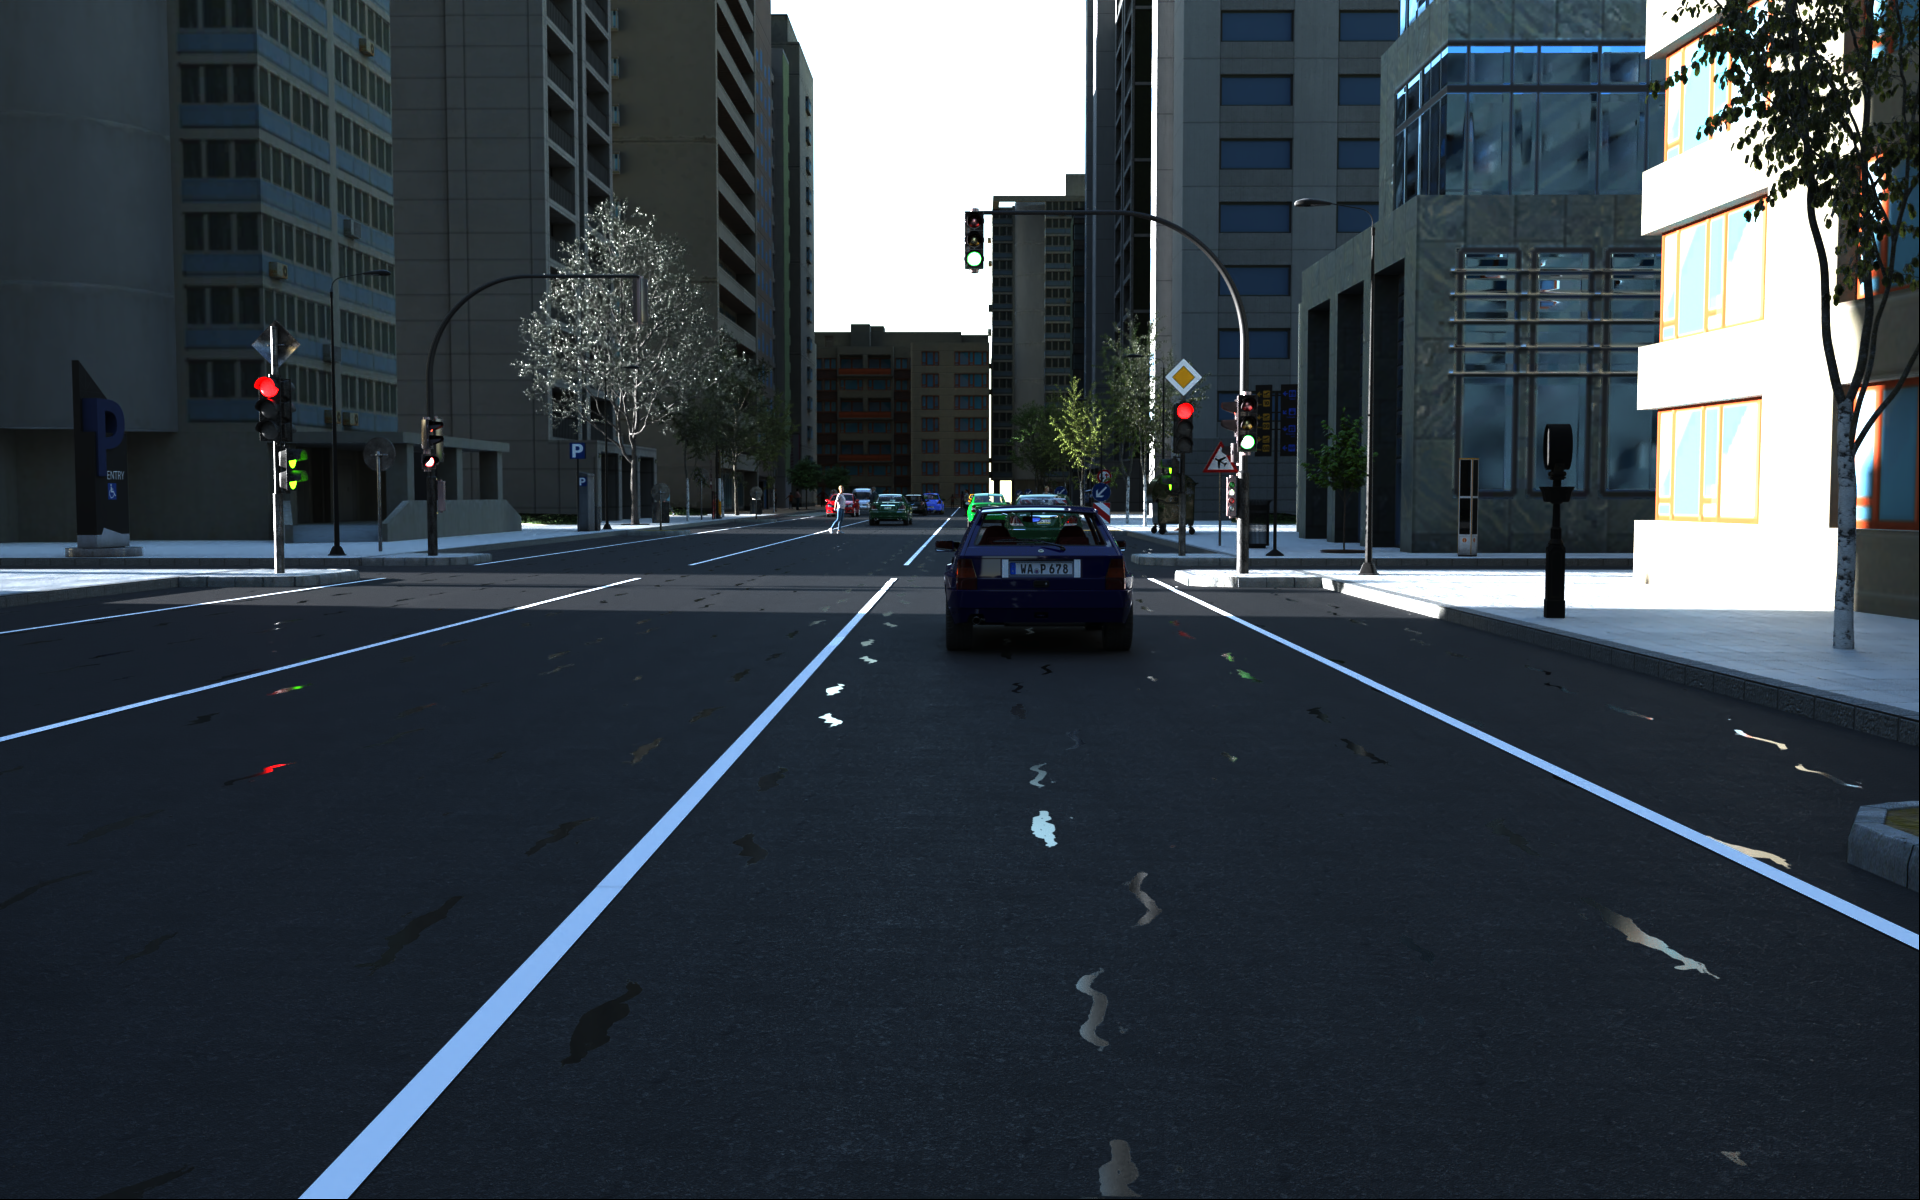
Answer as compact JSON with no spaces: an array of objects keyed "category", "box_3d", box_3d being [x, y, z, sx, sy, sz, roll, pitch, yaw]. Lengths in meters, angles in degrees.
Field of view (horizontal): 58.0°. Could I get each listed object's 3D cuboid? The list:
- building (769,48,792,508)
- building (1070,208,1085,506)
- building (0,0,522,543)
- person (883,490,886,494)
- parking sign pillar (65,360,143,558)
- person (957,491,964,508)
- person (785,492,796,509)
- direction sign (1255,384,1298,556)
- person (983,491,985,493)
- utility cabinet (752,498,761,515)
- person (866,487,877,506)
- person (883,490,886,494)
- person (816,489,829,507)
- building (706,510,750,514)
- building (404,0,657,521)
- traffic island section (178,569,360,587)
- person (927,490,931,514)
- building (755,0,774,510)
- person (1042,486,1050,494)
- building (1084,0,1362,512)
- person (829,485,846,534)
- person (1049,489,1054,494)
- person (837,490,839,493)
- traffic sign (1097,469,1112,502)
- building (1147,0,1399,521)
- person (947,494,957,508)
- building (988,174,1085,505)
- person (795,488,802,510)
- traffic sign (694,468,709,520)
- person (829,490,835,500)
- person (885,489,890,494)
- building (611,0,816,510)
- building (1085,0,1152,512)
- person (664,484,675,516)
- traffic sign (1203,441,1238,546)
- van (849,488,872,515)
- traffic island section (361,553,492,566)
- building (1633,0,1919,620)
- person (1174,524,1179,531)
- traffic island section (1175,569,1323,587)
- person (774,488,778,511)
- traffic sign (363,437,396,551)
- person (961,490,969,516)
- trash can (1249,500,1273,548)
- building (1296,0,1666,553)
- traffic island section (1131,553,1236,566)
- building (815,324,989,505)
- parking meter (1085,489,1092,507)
[{"category":"building","box_3d":[-22.857,-28.789,154.292,14.154,41.232,14.086,0,4,0]},{"category":"building","box_3d":[18.157,-24.782,176.893,14.160,30.474,14.107,0,4,0]},{"category":"building","box_3d":[-31.436,-22.046,52.338,32.217,40.220,23.993,0,4,0]},{"category":"person","box_3d":[-7.195,-9.727,167.553,1.348,1.823,0.705,-3,4,-36]},{"category":"parking sign pillar","box_3d":[-17.633,-2.881,35.572,1.447,3.967,1.447,0,4,2]},{"category":"person","box_3d":[0.223,-10.374,178.794,1.217,1.739,0.721,-1,4,-19]},{"category":"person","box_3d":[-14.637,-8.597,149.857,1.065,1.426,0.557,0,4,-8]},{"category":"direction sign","box_3d":[6.540,-2.684,35.878,0.876,3.537,0.379,2,4,23]},{"category":"person","box_3d":[2.584,-10.373,178.785,0.721,1.739,1.217,-3,4,-37]},{"category":"utility cabinet","box_3d":[-12.576,-6.009,106.928,0.318,1.500,1.173,-1,4,-19]},{"category":"person","box_3d":[-4.366,-4.741,86.186,0.590,1.801,0.661,-1,4,-15]},{"category":"person","box_3d":[-6.309,-8.111,141.833,0.721,1.743,1.217,-1,4,-21]},{"category":"person","box_3d":[-13.603,-10.124,171.525,1.348,1.831,0.705,1,4,17]},{"category":"building","box_3d":[-26.226,-30.455,121.635,21.300,48.544,21.600,0,4,0]},{"category":"building","box_3d":[-26.578,-39.673,86.912,20.563,71.187,20.611,0,4,0]},{"category":"traffic island section","box_3d":[-11.061,-0.357,28.123,2.009,0.180,2.903,0,4,0]},{"category":"person","box_3d":[-2.231,-7.057,124.813,0.436,1.711,0.756,-2,4,-24]},{"category":"building","box_3d":[-22.819,-29.937,139.577,14.600,45.320,14.200,0,4,0]},{"category":"person","box_3d":[3.725,-3.991,74.110,0.694,1.780,0.624,-1,4,-9]},{"category":"building","box_3d":[21.639,-37.444,154.203,21.231,58.520,28.212,0,4,0]},{"category":"person","box_3d":[-4.458,-3.273,62.689,0.598,1.740,0.731,0,4,6]},{"category":"person","box_3d":[7.799,-8.659,148.287,0.551,1.740,0.621,-3,5,-45]},{"category":"person","box_3d":[-12.294,-10.230,174.019,1.217,1.735,0.721,-1,4,-22]},{"category":"traffic sign","box_3d":[7.396,-5.420,88.726,0.768,2.556,0.104,1,4,10]},{"category":"building","box_3d":[21.226,-33.876,95.877,21.231,58.520,28.212,0,4,0]},{"category":"person","box_3d":[-0.758,-9.924,174.011,1.065,1.426,0.557,1,4,10]},{"category":"building","box_3d":[15.456,-31.861,212.813,23.993,40.220,32.217,0,4,0]},{"category":"person","box_3d":[-12.817,-8.002,137.578,0.721,1.736,1.217,-2,4,-27]},{"category":"traffic sign","box_3d":[-12.793,-5.233,85.661,0.768,2.556,0.104,0,4,1]},{"category":"person","box_3d":[-9.417,-7.297,128.751,0.756,1.711,0.436,1,4,19]},{"category":"person","box_3d":[-5.437,-7.438,130.067,1.348,1.831,0.705,-1,4,-15]},{"category":"building","box_3d":[-26.041,-33.621,173.407,21.600,48.544,21.300,0,4,0]},{"category":"building","box_3d":[20.406,-42.245,128.957,20.563,71.187,20.611,0,4,0]},{"category":"person","box_3d":[-17.040,-5.818,101.023,0.748,1.841,0.638,1,4,14]},{"category":"traffic sign","box_3d":[6.433,-2.619,42.816,0.884,2.594,0.081,0,4,1]},{"category":"van","box_3d":[-6.760,-6.889,119.640,2.013,2.044,4.112,0,4,-1]},{"category":"traffic island section","box_3d":[-11.007,-0.846,36.108,2.009,0.180,2.903,0,4,0]},{"category":"building","box_3d":[23.549,-10.096,10.108,27.650,21.520,28.899,0,4,0]},{"category":"person","box_3d":[7.618,-3.335,60.759,0.466,1.800,0.511,1,4,14]},{"category":"traffic island section","box_3d":[4.580,-0.351,28.012,2.009,0.180,2.903,0,4,0]},{"category":"person","box_3d":[-13.683,-7.472,128.932,0.721,1.735,1.217,0,4,0]},{"category":"traffic sign","box_3d":[-12.967,-2.359,38.673,0.768,2.556,0.104,0,4,8]},{"category":"person","box_3d":[0.341,-6.418,114.224,0.721,1.735,1.217,-1,4,-20]},{"category":"trash can","box_3d":[7.034,-1.801,41.102,0.748,1.137,0.748,0,3,0]},{"category":"building","box_3d":[25.401,-44.857,46.089,31.000,86.520,22.319,0,4,0]},{"category":"traffic island section","box_3d":[4.634,-0.839,35.997,2.009,0.180,2.903,0,4,0]},{"category":"building","box_3d":[-11.004,-22.403,211.329,28.899,21.520,27.650,0,4,0]},{"category":"parking meter","box_3d":[6.832,-5.128,92.247,0.372,1.533,0.369,0,3,0]}]
